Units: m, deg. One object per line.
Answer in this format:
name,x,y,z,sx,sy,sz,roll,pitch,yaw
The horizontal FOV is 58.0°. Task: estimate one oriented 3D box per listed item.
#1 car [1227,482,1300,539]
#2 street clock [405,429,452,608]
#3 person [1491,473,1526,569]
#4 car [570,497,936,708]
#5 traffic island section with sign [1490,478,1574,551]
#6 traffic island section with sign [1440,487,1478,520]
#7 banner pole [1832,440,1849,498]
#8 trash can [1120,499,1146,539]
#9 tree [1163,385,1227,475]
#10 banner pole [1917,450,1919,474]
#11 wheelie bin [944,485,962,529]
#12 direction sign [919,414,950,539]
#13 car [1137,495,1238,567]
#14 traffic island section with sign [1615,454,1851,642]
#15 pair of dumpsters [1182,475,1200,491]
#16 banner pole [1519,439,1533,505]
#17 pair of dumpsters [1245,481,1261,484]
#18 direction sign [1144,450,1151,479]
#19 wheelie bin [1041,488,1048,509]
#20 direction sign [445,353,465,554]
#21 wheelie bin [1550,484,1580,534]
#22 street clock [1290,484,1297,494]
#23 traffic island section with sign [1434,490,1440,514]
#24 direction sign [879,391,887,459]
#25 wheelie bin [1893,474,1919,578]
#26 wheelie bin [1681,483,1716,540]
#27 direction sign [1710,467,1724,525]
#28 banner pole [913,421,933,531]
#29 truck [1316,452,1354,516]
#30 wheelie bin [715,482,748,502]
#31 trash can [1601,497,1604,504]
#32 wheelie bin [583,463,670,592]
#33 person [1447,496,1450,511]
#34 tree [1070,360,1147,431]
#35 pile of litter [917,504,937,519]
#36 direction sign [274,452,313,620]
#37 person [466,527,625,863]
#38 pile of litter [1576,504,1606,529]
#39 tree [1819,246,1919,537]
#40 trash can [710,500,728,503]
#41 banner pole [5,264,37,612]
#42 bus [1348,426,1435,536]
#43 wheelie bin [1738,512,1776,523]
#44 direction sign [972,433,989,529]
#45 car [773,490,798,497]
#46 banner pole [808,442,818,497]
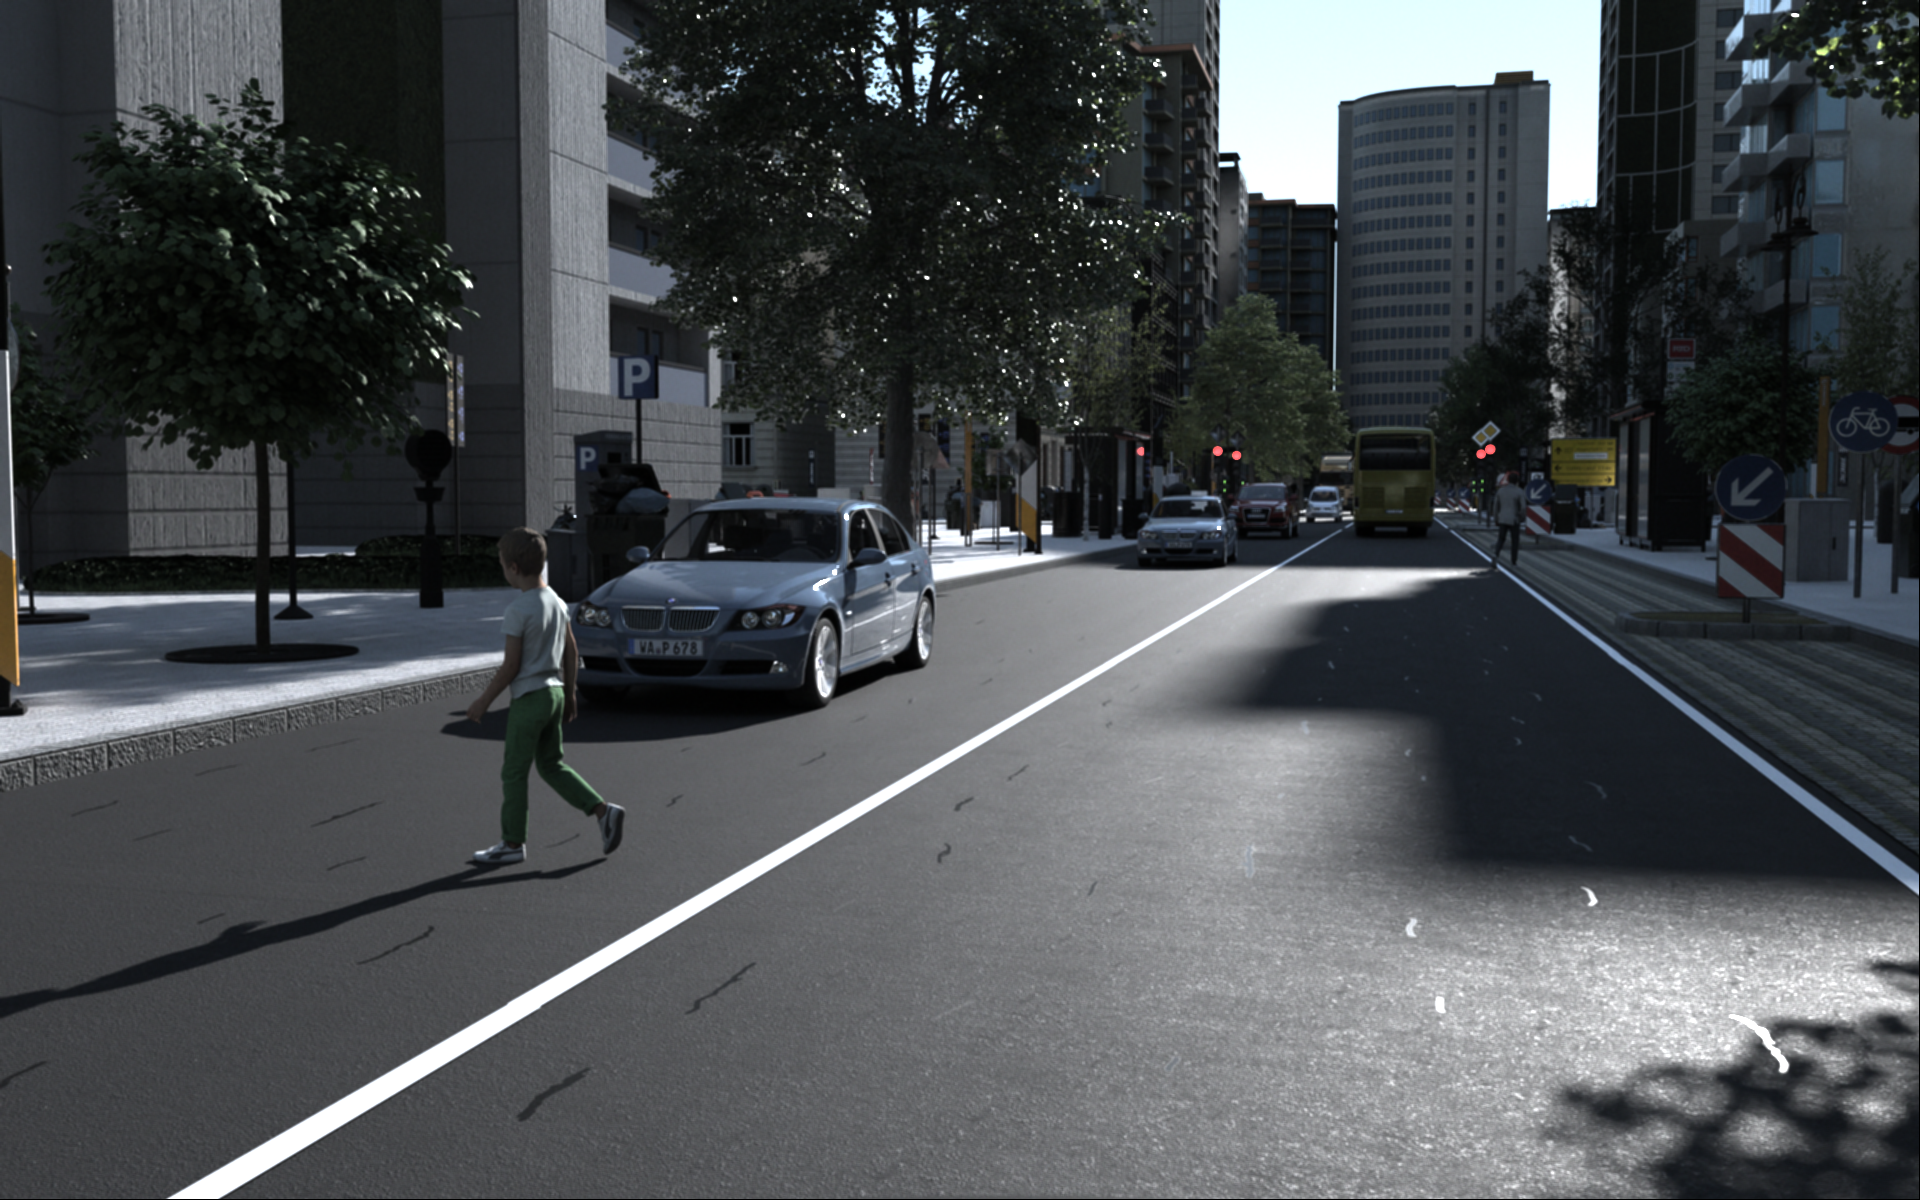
car,10.020,-2.957,57.027,2.281,1.827,5.304,1,4,15
street clock,-5.972,-0.914,19.515,0.358,2.002,0.471,3,5,40
person,10.497,-1.516,33.139,0.661,1.843,0.795,3,5,41
car,-1.400,-0.076,13.247,2.014,1.417,4.499,1,4,13
traffic island section with sign,14.769,-2.210,44.760,1.989,1.847,2.006,1,4,14
traffic island section with sign,28.339,-5.457,97.853,1.989,1.847,2.006,1,4,14
banner pole,35.998,-4.948,70.919,0.863,3.779,0.401,0,4,-7
trash can,4.914,-2.299,49.244,0.748,1.137,0.748,0,3,0
tree,14.852,-10.051,114.697,4.737,8.622,4.395,0,3,0
banner pole,39.901,-5.011,71.949,0.863,3.779,0.401,-2,4,-32
wheelie bin,-0.144,-3.373,63.061,0.693,1.594,0.980,-3,5,-40
direction sign,-0.729,-3.487,49.004,0.876,3.537,0.379,0,4,0
car,4.748,-1.452,35.743,2.014,1.417,4.499,1,4,13
traffic island section with sign,7.886,-0.565,17.872,1.989,1.847,2.006,1,4,14
pair of dumpsters,11.016,-5.141,86.546,1.574,2.255,4.437,1,4,14
banner pole,25.819,-5.441,78.978,0.863,3.779,0.401,-1,4,-20
pair of dumpsters,20.890,-7.389,123.302,1.574,2.255,4.437,1,4,14
direction sign,9.469,-5.984,89.829,0.876,3.537,0.379,2,4,27
wheelie bin,3.912,-4.714,84.988,0.693,1.594,0.980,-2,4,-23
direction sign,-8.213,-2.216,28.222,0.379,3.537,0.876,0,4,1
wheelie bin,19.462,-2.922,55.688,0.980,1.594,0.693,2,4,32
street clock,23.856,-7.295,123.840,0.471,2.002,0.358,-2,4,-28
traffic island section with sign,35.108,-7.074,124.286,1.989,1.847,2.006,1,4,14
direction sign,-1.481,-2.806,37.868,0.379,3.537,0.876,-3,5,-42
wheelie bin,14.782,-1.142,26.586,0.693,1.594,0.980,0,4,7
wheelie bin,20.457,-2.446,47.895,0.980,1.594,0.693,-2,4,-31
direction sign,32.090,-4.942,72.804,0.876,3.537,0.379,3,4,39
banner pole,-1.332,-4.246,59.435,0.863,3.779,0.401,0,4,-2
truck,26.036,-7.899,118.054,2.839,4.237,11.283,1,4,16
wheelie bin,-6.239,-2.397,47.102,0.980,1.594,0.693,-3,5,-42
trash can,34.131,-4.964,92.813,0.748,1.137,0.748,0,3,0
wheelie bin,-3.426,-0.609,17.871,0.980,1.594,0.693,1,4,22
person,41.916,-8.540,148.816,0.721,1.739,1.217,1,4,11
tree,7.977,-8.901,95.890,4.737,8.622,4.395,0,3,0
pile of litter,-1.948,-4.513,87.750,1.719,0.858,1.176,2,4,33
direction sign,-6.872,-1.575,17.754,0.379,3.537,0.876,1,4,10
person,-1.611,0.368,6.739,0.590,1.304,0.306,0,4,0
pile of litter,23.566,-3.120,64.976,1.176,0.858,1.719,0,4,6
tree,27.191,-6.155,50.999,4.737,8.622,4.395,0,3,0
trash can,-5.848,-1.927,43.153,0.748,1.137,0.748,0,3,0
banner pole,-10.518,-1.781,19.131,0.401,3.779,0.863,-2,4,-35
bus,15.322,-4.293,61.739,2.896,3.916,12.252,1,4,12
wheelie bin,17.072,-1.789,37.161,0.980,1.594,0.693,-3,5,-42
direction sign,0.665,-4.393,63.820,0.876,3.537,0.379,-1,4,-23
car,-9.147,-4.276,78.946,4.494,1.783,2.155,1,4,13
banner pole,-7.060,-5.723,83.591,0.401,3.779,0.863,2,4,31
